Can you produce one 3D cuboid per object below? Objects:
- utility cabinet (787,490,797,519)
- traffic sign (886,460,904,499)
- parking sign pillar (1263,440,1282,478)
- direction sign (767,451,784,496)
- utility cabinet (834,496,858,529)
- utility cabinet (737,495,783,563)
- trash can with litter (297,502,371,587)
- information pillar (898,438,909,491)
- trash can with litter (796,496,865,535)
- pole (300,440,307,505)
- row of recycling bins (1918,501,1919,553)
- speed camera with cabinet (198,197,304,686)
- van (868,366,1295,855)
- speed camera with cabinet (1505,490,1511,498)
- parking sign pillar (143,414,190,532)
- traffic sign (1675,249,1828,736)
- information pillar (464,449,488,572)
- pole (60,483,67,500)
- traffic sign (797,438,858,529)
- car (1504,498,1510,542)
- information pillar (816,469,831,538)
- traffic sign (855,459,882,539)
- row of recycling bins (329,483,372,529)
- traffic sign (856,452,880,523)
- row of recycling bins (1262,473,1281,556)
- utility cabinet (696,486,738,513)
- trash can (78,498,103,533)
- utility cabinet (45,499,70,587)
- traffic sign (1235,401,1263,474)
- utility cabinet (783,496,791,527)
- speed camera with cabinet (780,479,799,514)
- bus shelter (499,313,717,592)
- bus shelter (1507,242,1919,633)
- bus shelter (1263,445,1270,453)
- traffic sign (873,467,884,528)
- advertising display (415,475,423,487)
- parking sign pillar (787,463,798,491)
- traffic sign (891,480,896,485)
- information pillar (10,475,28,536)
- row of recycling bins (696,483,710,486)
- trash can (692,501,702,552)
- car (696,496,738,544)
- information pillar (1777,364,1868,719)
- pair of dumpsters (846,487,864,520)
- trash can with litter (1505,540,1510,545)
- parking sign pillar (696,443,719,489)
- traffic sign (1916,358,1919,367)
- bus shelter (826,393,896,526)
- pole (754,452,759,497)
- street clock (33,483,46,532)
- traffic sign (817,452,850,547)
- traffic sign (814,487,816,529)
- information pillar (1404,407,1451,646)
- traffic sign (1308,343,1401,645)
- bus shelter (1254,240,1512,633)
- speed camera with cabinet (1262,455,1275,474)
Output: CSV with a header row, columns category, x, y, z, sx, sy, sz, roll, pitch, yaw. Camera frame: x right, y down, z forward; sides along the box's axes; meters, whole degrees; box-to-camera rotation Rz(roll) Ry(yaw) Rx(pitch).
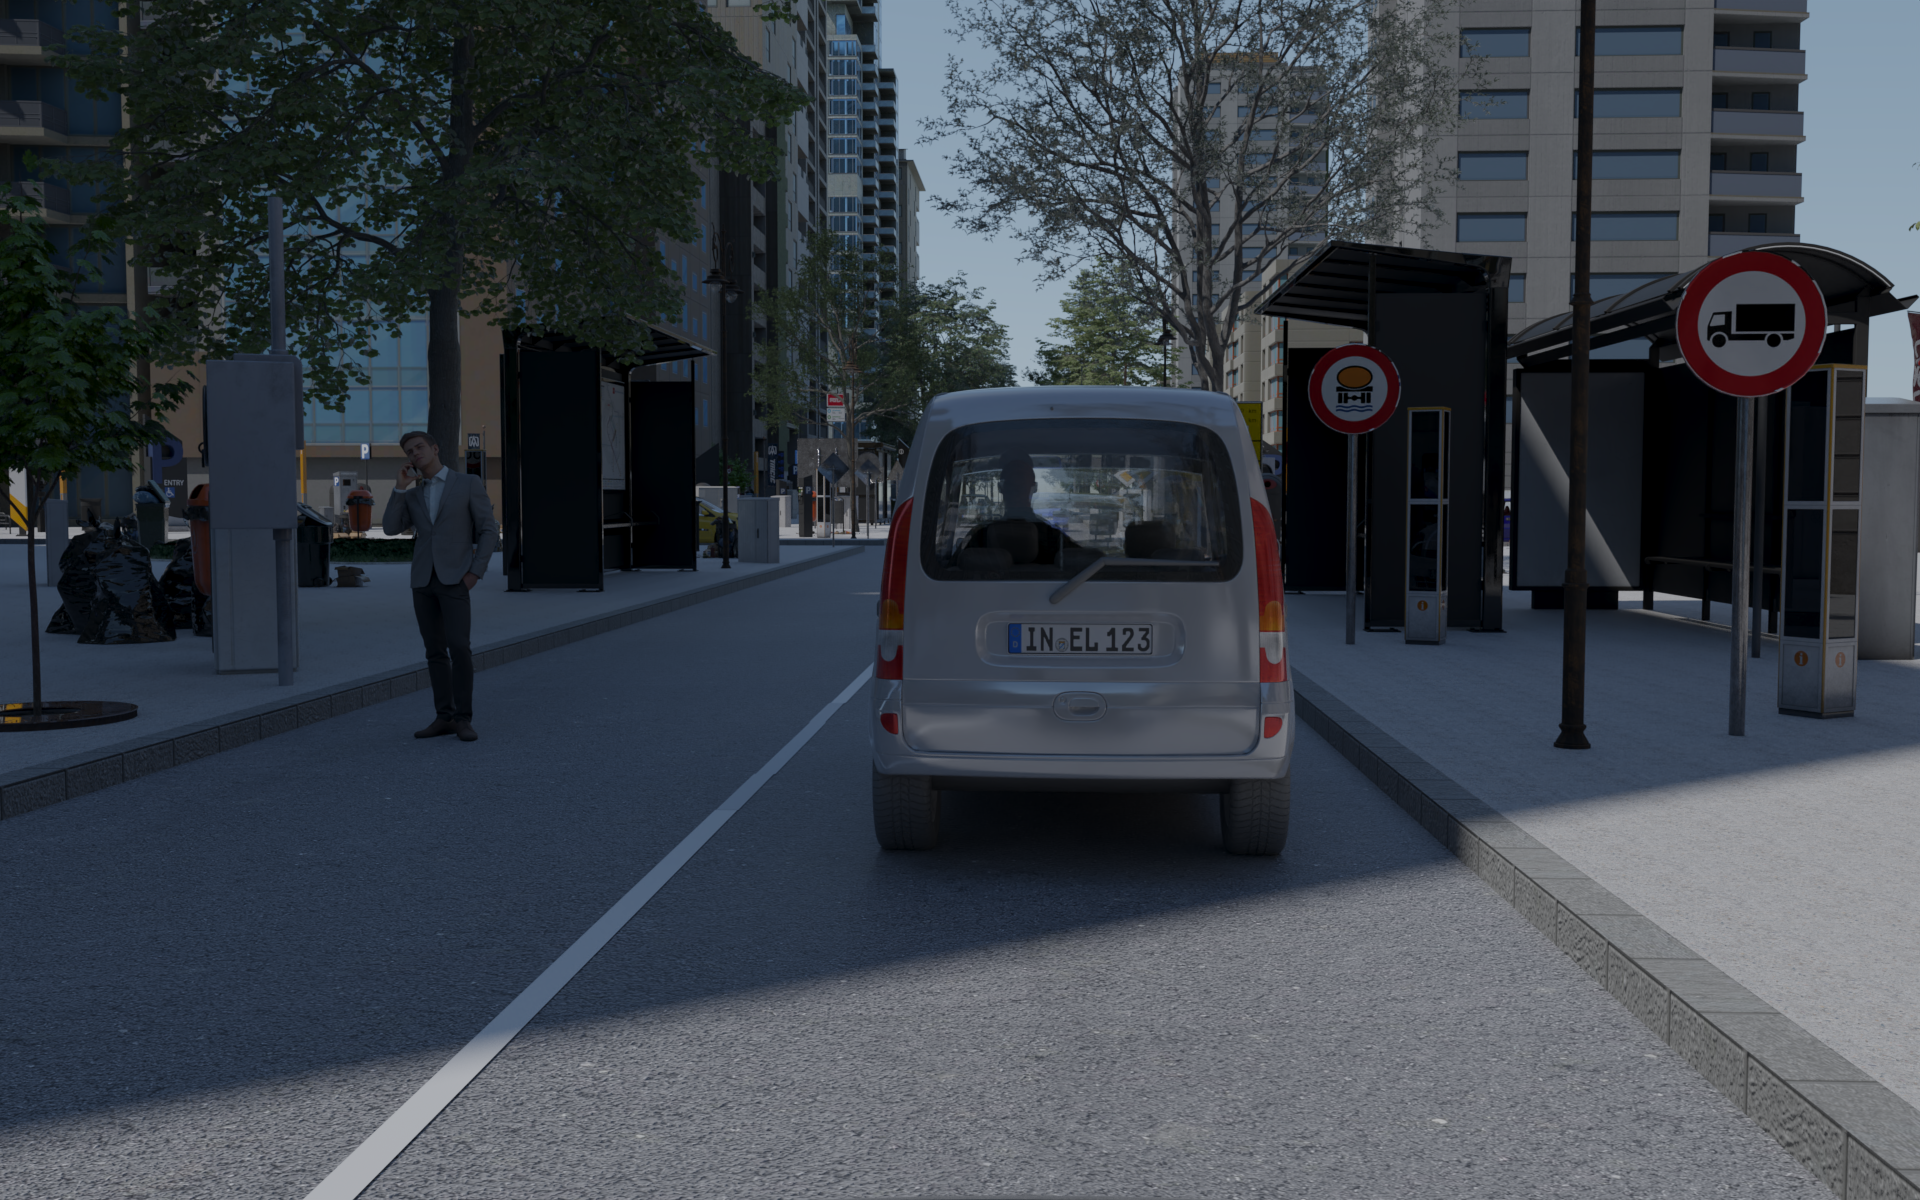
category,x,y,z,sx,sy,sz,roll,pitch,yaw
utility cabinet,-8.904,-4.929,89.275,1.173,1.500,0.318,3,5,44
traffic sign,-2.401,-4.048,66.182,0.884,2.594,0.081,1,4,12
parking sign pillar,15.519,-5.919,85.251,1.447,3.967,1.447,0,4,-1
direction sign,-9.633,-6.033,90.637,0.876,3.537,0.379,-1,4,-19
utility cabinet,-4.202,-3.217,63.757,1.020,1.237,0.306,3,5,42
utility cabinet,-3.776,-1.300,32.421,0.306,1.237,1.020,-3,5,-40
trash can with litter,-8.732,-0.772,24.004,1.055,1.170,0.624,0,4,-2
information pillar,-2.368,-4.972,72.641,0.504,3.616,0.183,1,4,21
trash can with litter,-4.205,-2.717,55.476,2.233,1.210,1.678,2,4,30
pole,-24.937,-4.402,65.821,0.158,3.312,0.155,0,3,0
row of recycling bins,22.409,-1.906,38.274,3.534,1.692,1.069,0,4,-6
speed camera with cabinet,-5.005,-1.094,12.222,0.660,3.252,2.038,-1,4,-22
van,0.579,-0.078,8.286,2.013,2.044,4.112,0,4,4
speed camera with cabinet,23.765,-5.060,77.062,2.038,3.252,0.660,0,4,2
parking sign pillar,-27.007,-4.308,58.909,1.447,3.967,1.447,3,4,37
traffic sign,4.133,-0.552,9.137,0.768,2.556,0.104,0,4,5
information pillar,-7.979,-1.472,28.567,0.304,2.012,0.304,0,4,-5
pole,-31.311,-4.075,60.472,0.158,3.312,0.155,0,3,0
traffic sign,-4.828,-4.234,63.098,2.265,3.308,0.079,1,4,10
car,14.090,-2.020,45.600,3.894,1.354,1.945,0,4,5
information pillar,-3.985,-2.821,50.620,0.304,2.012,0.304,2,4,33
traffic sign,-2.633,-2.813,49.630,0.795,2.450,0.064,0,4,3
row of recycling bins,-22.196,-3.419,63.008,1.069,1.692,3.534,0,4,-6
traffic sign,-2.826,-3.236,53.012,0.768,2.556,0.104,1,4,10
row of recycling bins,5.551,-1.648,34.063,3.534,1.692,1.069,0,4,-1
utility cabinet,-7.058,-2.545,50.288,1.173,1.500,0.318,-2,4,-27
trash can,-28.933,-2.816,57.691,0.748,1.137,0.748,0,3,0
utility cabinet,-12.743,-0.814,24.464,0.306,1.237,1.020,-2,4,-28
traffic sign,5.504,-2.706,38.114,2.265,3.308,0.079,0,4,7
utility cabinet,-6.927,-3.413,66.966,0.306,1.237,1.020,-3,4,-38
speed camera with cabinet,-10.769,-7.089,110.245,2.038,3.252,0.660,3,5,43
bus shelter,-5.028,-2.103,25.670,1.731,3.624,6.357,0,4,3
bus shelter,6.793,-1.393,16.707,2.014,3.302,5.546,0,4,3
bus shelter,10.080,-4.292,64.090,2.014,3.302,5.546,0,4,3
traffic sign,-3.147,-3.822,64.621,0.606,2.300,0.079,0,4,4
advertising display,-17.801,-3.200,57.538,0.123,1.923,0.974,1,4,8
parking sign pillar,-11.102,-7.920,117.970,1.447,3.967,1.447,-1,4,-21
traffic sign,-2.898,-4.683,78.694,0.606,2.300,0.079,1,4,13
information pillar,-28.484,-3.733,52.382,0.504,3.616,0.183,0,4,1
row of recycling bins,-10.810,-3.468,63.812,3.534,1.692,1.069,0,4,5
trash can,-5.860,-1.544,36.904,0.748,1.137,0.748,0,3,0
car,-7.203,-2.189,46.019,3.980,1.641,2.015,0,4,3
information pillar,4.964,-0.336,9.984,0.304,2.012,0.304,-2,4,-28
pair of dumpsters,-4.417,-4.681,79.027,1.574,2.255,4.437,0,4,3
trash can with litter,13.338,-1.786,40.596,1.055,1.170,0.624,1,4,16
parking sign pillar,-13.266,-6.245,90.581,1.447,3.967,1.447,-2,4,-28
traffic sign,4.429,-0.441,7.209,0.884,2.594,0.081,1,4,9
bus shelter,-4.087,-5.735,71.401,2.179,5.291,8.768,0,4,3
pole,-9.803,-5.473,83.324,0.158,3.312,0.155,0,3,0
street clock,-33.059,-3.529,62.270,0.471,2.002,0.358,1,4,13
traffic sign,-3.044,-2.325,41.655,0.795,2.450,0.064,0,4,3
traffic sign,-5.373,-3.926,64.199,0.884,2.594,0.081,1,4,8
information pillar,3.990,-0.630,14.785,0.304,2.012,0.304,2,4,27
traffic sign,3.337,-0.894,14.726,0.768,2.556,0.104,1,4,8
bus shelter,4.450,-1.701,19.099,1.731,3.624,6.357,0,4,3
speed camera with cabinet,6.428,-2.838,40.739,2.038,3.252,0.660,-2,4,-28
